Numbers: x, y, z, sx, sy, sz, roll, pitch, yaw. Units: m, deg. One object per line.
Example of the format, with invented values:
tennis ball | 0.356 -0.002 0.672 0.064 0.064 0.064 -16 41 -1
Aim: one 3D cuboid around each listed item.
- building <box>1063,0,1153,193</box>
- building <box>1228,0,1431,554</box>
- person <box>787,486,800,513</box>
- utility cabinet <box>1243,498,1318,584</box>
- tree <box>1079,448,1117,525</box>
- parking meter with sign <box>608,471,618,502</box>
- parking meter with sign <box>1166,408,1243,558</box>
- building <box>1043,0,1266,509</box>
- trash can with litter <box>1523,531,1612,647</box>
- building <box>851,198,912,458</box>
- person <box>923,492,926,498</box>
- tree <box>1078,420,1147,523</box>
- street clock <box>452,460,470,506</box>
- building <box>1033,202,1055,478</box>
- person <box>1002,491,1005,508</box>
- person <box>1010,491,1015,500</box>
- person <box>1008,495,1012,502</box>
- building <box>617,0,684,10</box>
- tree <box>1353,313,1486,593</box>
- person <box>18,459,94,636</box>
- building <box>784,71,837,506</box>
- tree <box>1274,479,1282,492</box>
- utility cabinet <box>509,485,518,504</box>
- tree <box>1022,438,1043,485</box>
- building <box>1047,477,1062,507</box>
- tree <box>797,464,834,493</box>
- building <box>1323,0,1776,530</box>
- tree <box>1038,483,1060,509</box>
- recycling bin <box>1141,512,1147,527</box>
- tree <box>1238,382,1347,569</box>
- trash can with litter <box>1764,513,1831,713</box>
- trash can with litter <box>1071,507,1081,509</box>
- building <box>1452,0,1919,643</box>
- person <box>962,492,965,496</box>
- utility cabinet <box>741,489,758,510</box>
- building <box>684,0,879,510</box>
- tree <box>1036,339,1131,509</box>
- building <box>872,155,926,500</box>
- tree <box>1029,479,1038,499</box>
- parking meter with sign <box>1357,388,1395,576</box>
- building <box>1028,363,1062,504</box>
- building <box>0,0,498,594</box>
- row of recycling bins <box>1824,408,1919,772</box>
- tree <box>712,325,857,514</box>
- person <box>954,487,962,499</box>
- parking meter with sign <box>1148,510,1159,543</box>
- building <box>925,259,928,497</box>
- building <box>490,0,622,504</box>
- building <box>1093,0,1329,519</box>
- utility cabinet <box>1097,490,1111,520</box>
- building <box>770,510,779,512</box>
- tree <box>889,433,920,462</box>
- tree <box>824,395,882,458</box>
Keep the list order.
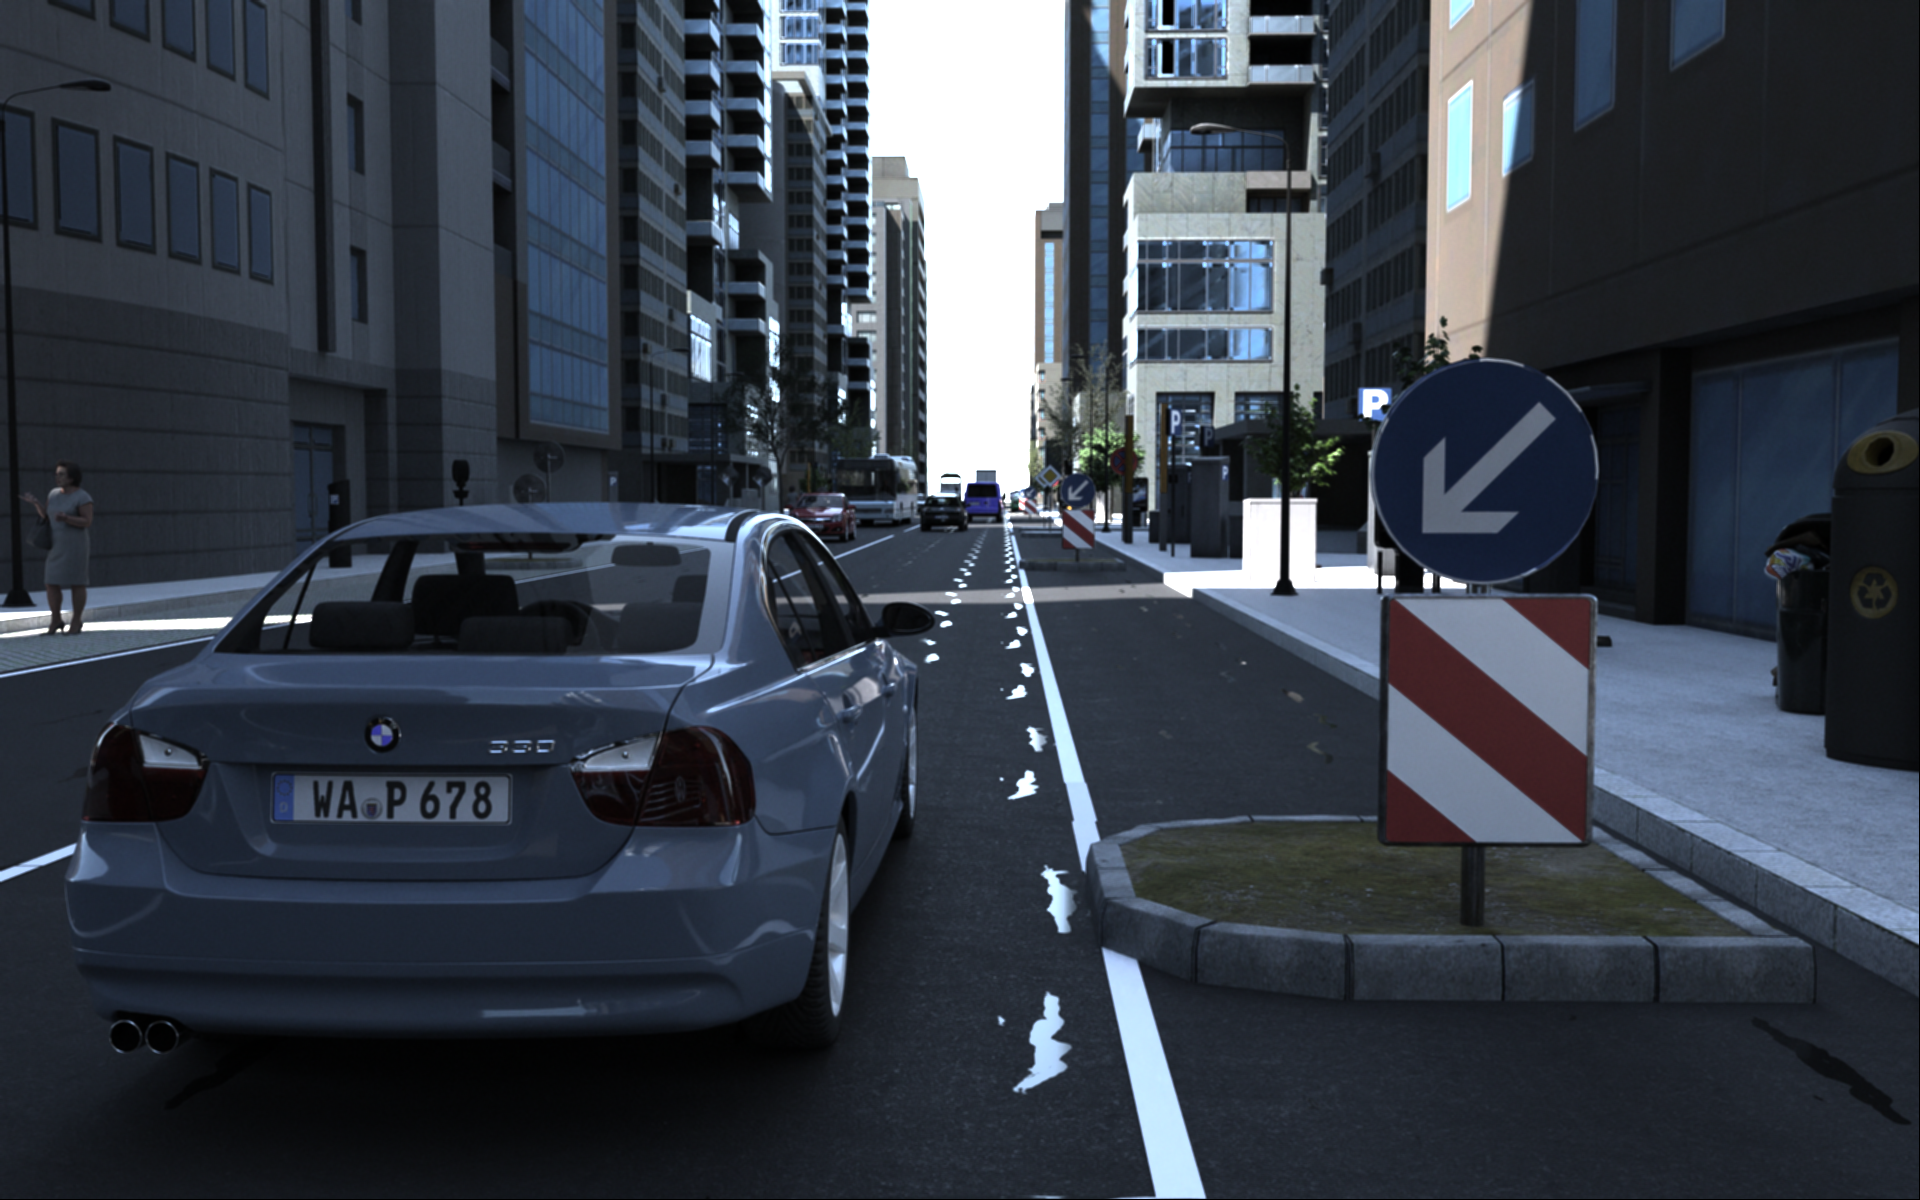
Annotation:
building | 15.073 -29.557 133.374 14.600 45.320 14.200 0 4 1
building | 22.836 -21.529 43.885 32.217 40.220 23.993 0 4 1
person | -6.977 -3.951 73.460 0.716 1.782 0.532 0 4 5
utility cabinet | 4.609 -0.845 24.976 1.020 1.237 0.306 -1 4 -10
tree | 5.842 -4.788 72.887 1.663 3.219 1.824 0 3 0
parking meter with sign | -11.923 -3.807 58.503 1.738 3.016 0.543 3 5 43
parking meter with sign | 5.049 -2.367 34.969 1.738 3.016 0.543 2 4 34
building | 21.201 -54.182 198.541 22.319 86.520 31.000 0 4 1
trash can with litter | 4.602 -0.219 14.638 2.233 1.210 1.678 -1 4 -17
building | -13.785 -33.596 232.887 14.154 41.232 14.086 0 4 1
person | -4.313 -11.830 202.713 0.721 1.735 1.217 -3 4 -36
tree | 6.702 -5.693 76.797 4.285 4.588 4.351 0 3 0
street clock | -10.573 -1.967 36.725 0.358 2.002 0.471 -2 4 -34
building | 18.140 -37.559 264.195 14.600 45.320 14.200 0 4 1
person | 4.279 -10.001 172.699 0.721 1.739 1.217 2 4 27
person | 4.550 -8.270 144.648 0.436 1.711 0.756 -3 5 -44
person | 8.108 -15.938 269.109 1.348 1.821 0.705 -1 4 -15
building | -25.731 -23.641 78.406 32.217 40.220 23.993 0 4 1
tree | 5.148 -1.469 18.618 1.663 3.219 1.824 0 3 0
person | -9.115 -0.524 17.426 0.716 1.782 0.532 1 4 14
building | -24.679 -28.237 153.562 32.217 40.220 23.993 0 4 1
tree | 16.378 -6.148 84.232 4.285 4.588 4.351 0 3 0
utility cabinet | -9.931 -1.891 39.594 0.318 1.500 1.173 1 4 9
tree | 9.858 -16.758 224.355 4.737 8.622 4.395 0 3 0
building | 25.020 -29.390 172.408 32.217 40.220 23.993 0 4 1
tree | -9.125 -7.083 110.407 1.663 3.219 1.824 0 3 0
building | 23.788 -25.844 72.657 14.200 45.320 14.600 0 4 1
tree | 8.215 -9.835 155.397 1.663 3.219 1.824 0 3 0
recycling bin | 6.950 -3.423 68.520 0.722 1.027 0.722 2 4 29
tree | 5.877 -2.161 29.936 1.663 3.219 1.824 0 3 0
trash can with litter | 5.091 0.059 10.428 0.624 1.170 1.055 1 4 15
trash can with litter | 5.806 -4.783 89.593 0.624 1.170 1.055 -3 4 -36
building | 13.525 -22.434 16.902 14.600 45.320 14.200 0 4 1
person | 0.770 -17.257 290.666 1.348 1.822 0.705 1 4 22
utility cabinet | -9.059 -4.045 74.807 0.318 1.500 1.173 1 4 16
building | -19.260 -53.030 179.708 22.319 86.520 31.000 0 4 1
tree | 6.015 -8.063 82.192 4.360 8.622 3.978 0 3 0
building | -16.123 -38.365 250.964 21.300 48.544 21.600 0 4 1
tree | 8.503 -12.067 191.894 1.663 3.219 1.824 0 3 0
parking meter with sign | 6.776 -1.922 27.684 0.543 3.016 1.738 0 4 2
building | 25.317 -26.986 286.263 27.650 21.520 28.899 0 4 1
building | -21.838 -29.592 25.828 21.231 58.520 28.212 0 4 1
row of recycling bins | 4.581 0.009 6.966 1.069 1.692 3.534 0 4 5
tree | -9.695 -9.807 94.765 8.767 10.594 7.601 0 4 4
person | -0.128 -5.318 95.626 0.511 1.800 0.466 0 4 6
parking meter with sign | 5.705 -2.979 44.967 1.738 3.016 0.543 3 5 40
building | -12.705 -37.294 293.348 14.154 41.232 14.086 0 4 1
building | -18.281 -24.366 48.500 14.200 45.320 14.600 0 4 1
building | 18.554 -48.245 101.480 22.319 86.520 31.000 0 4 1
utility cabinet | 7.157 -4.733 86.060 0.318 1.500 1.173 -1 4 -17
building | -23.148 -48.944 112.910 22.319 86.520 31.000 0 4 1
tree | -6.659 -15.389 201.971 4.360 8.622 3.978 0 3 0
tree | -8.190 -10.973 129.776 4.737 8.622 4.395 0 3 0
